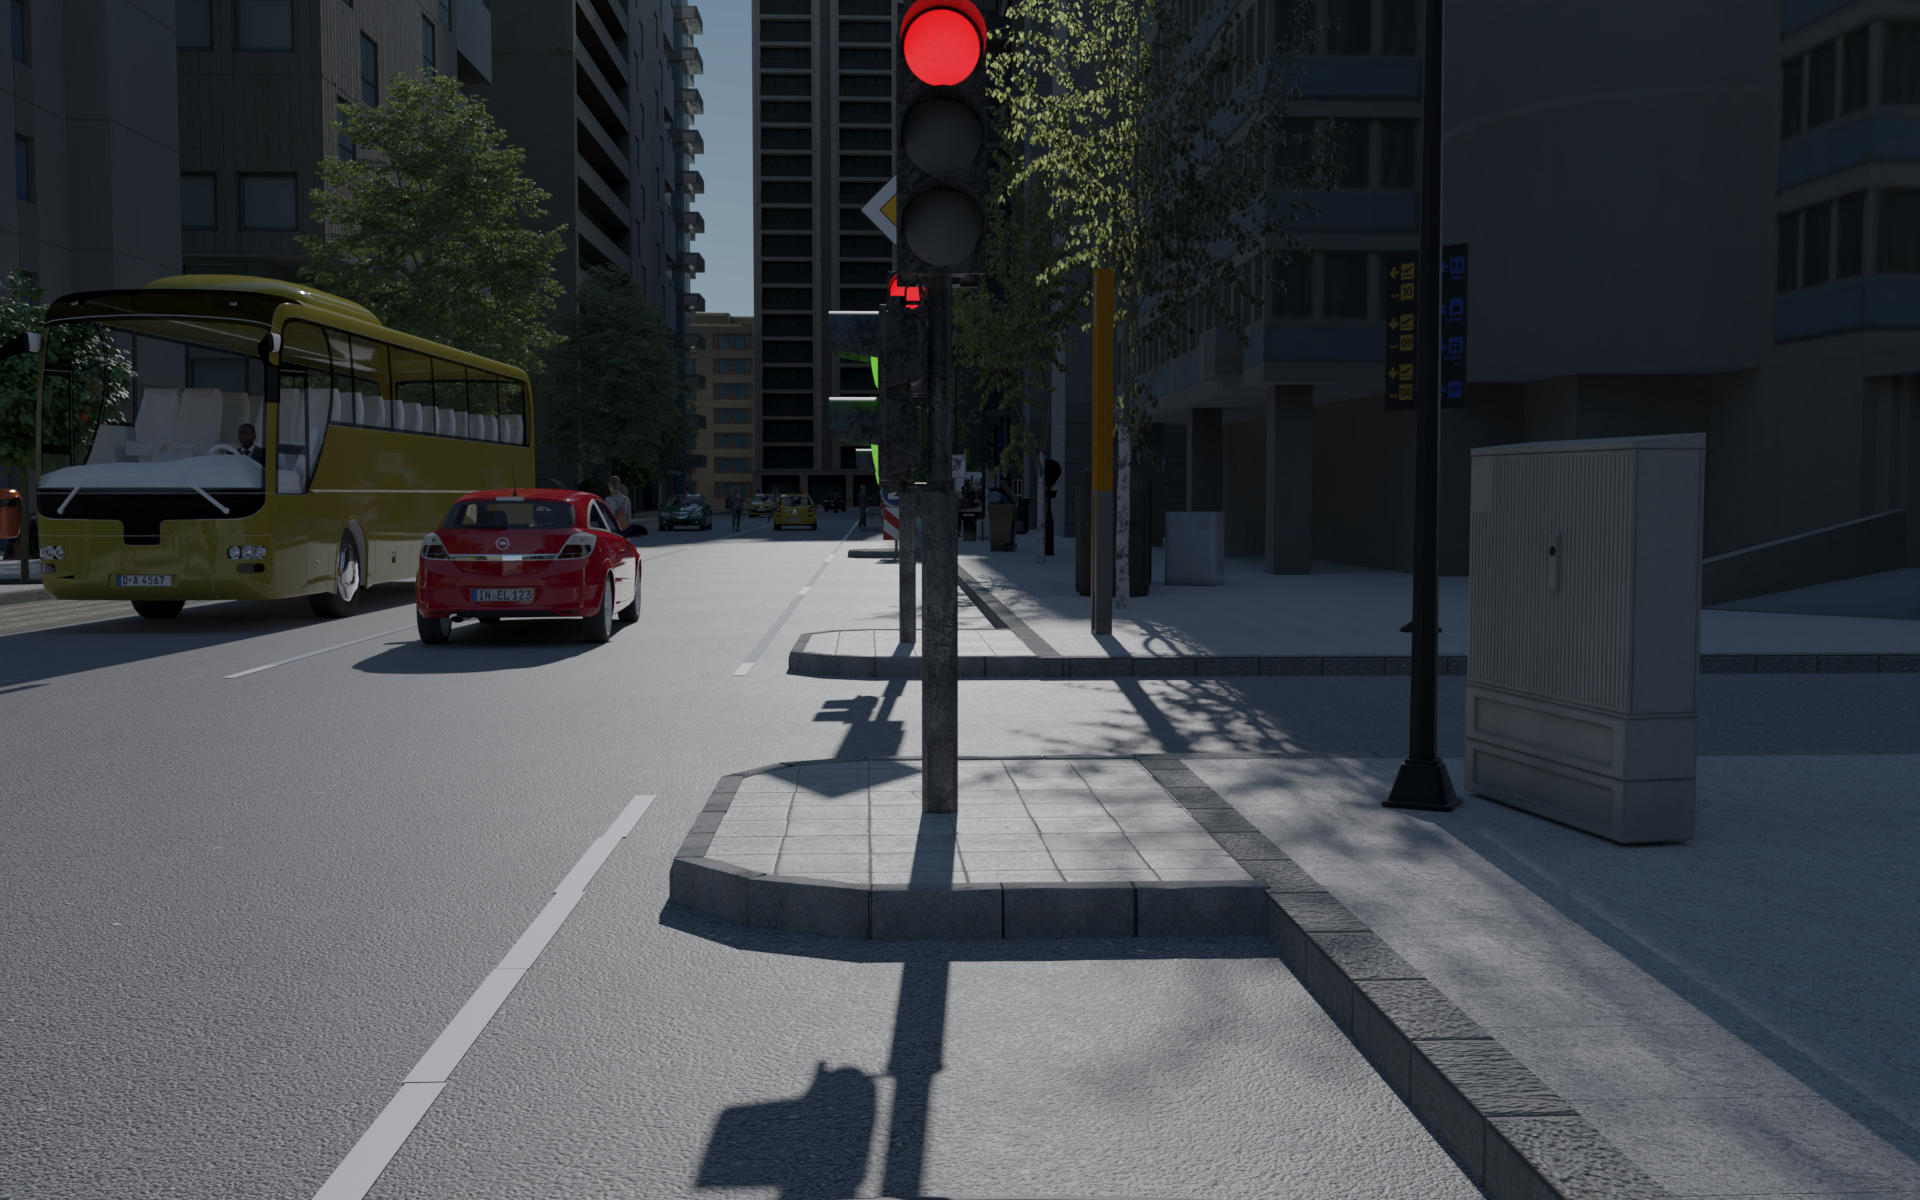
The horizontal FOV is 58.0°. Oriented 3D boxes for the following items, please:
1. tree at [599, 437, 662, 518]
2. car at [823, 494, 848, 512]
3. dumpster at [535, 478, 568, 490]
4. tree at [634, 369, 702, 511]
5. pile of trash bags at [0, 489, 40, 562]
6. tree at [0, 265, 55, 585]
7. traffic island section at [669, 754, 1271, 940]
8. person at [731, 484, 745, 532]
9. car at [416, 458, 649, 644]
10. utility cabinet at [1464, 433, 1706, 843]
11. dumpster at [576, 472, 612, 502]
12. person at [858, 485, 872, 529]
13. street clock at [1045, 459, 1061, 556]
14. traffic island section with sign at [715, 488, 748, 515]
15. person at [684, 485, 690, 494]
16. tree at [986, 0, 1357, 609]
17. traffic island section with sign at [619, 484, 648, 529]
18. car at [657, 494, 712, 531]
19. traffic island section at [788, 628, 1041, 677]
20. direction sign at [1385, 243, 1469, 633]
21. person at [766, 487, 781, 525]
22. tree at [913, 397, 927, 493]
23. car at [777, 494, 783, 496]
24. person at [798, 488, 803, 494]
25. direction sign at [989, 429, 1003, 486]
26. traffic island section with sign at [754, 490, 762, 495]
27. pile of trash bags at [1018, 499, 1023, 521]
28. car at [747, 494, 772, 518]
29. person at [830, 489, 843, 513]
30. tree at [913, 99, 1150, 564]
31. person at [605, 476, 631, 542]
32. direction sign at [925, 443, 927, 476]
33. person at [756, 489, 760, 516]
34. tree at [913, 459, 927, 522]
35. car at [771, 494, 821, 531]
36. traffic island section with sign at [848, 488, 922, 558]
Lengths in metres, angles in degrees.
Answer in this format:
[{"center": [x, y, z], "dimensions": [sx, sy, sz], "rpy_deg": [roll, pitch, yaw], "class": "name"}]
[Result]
[{"center": [-17.779, -6.711, 93.436], "dimensions": [4.285, 4.588, 4.351], "rpy_deg": [0, 3, 0], "class": "tree"}, {"center": [-10.262, -8.119, 142.524], "dimensions": [2.009, 1.686, 4.222], "rpy_deg": [0, 4, -2], "class": "car"}, {"center": [-15.214, -3.551, 63.811], "dimensions": [1.264, 1.857, 1.865], "rpy_deg": [0, 4, -3], "class": "dumpster"}, {"center": [-17.129, -9.150, 99.960], "dimensions": [4.737, 8.622, 4.395], "rpy_deg": [0, 3, 0], "class": "tree"}, {"center": [-17.952, -1.491, 34.135], "dimensions": [1.912, 1.369, 3.447], "rpy_deg": [0, 4, 1], "class": "pile of trash bags"}, {"center": [-13.562, -2.522, 24.952], "dimensions": [4.285, 4.588, 4.351], "rpy_deg": [0, 3, 0], "class": "tree"}, {"center": [-0.059, 0.934, 7.017], "dimensions": [2.009, 0.180, 2.903], "rpy_deg": [0, 4, -3], "class": "traffic island section"}, {"center": [-8.395, -3.484, 65.643], "dimensions": [0.537, 1.800, 0.526], "rpy_deg": [-1, 4, -18], "class": "person"}, {"center": [-4.384, -0.552, 18.067], "dimensions": [2.155, 1.783, 4.494], "rpy_deg": [0, 4, -5], "class": "car"}, {"center": [2.407, 0.114, 6.811], "dimensions": [0.318, 1.500, 1.173], "rpy_deg": [-1, 4, -12], "class": "utility cabinet"}, {"center": [-15.877, -4.466, 75.507], "dimensions": [1.502, 2.255, 1.985], "rpy_deg": [0, 4, -3], "class": "dumpster"}, {"center": [-3.939, -3.865, 71.873], "dimensions": [0.590, 1.801, 0.661], "rpy_deg": [-1, 4, -10], "class": "person"}, {"center": [1.863, -1.927, 36.079], "dimensions": [0.471, 2.002, 0.358], "rpy_deg": [0, 4, -4], "class": "street clock"}, {"center": [-15.373, -6.578, 116.174], "dimensions": [1.989, 1.847, 2.006], "rpy_deg": [0, 4, -3], "class": "traffic island section with sign"}, {"center": [-12.248, -4.205, 77.256], "dimensions": [0.388, 1.821, 0.555], "rpy_deg": [-3, 4, -36], "class": "person"}, {"center": [2.054, -4.207, 19.153], "dimensions": [4.360, 8.622, 3.978], "rpy_deg": [0, 3, 0], "class": "tree"}, {"center": [-13.059, -3.542, 66.540], "dimensions": [1.989, 1.847, 2.006], "rpy_deg": [0, 4, -3], "class": "traffic island section with sign"}, {"center": [-10.902, -3.494, 68.922], "dimensions": [2.131, 1.459, 4.920], "rpy_deg": [0, 4, -3], "class": "car"}, {"center": [-0.431, 0.446, 14.994], "dimensions": [2.009, 0.180, 2.903], "rpy_deg": [0, 4, -3], "class": "traffic island section"}, {"center": [4.296, -1.470, 16.033], "dimensions": [0.379, 3.537, 0.876], "rpy_deg": [-3, 4, -39], "class": "direction sign"}, {"center": [-8.517, -4.280, 79.068], "dimensions": [0.643, 1.750, 0.593], "rpy_deg": [1, 4, 21], "class": "person"}, {"center": [-2.389, -9.376, 103.667], "dimensions": [4.360, 8.622, 3.978], "rpy_deg": [0, 3, 0], "class": "tree"}, {"center": [-12.424, -6.659, 119.105], "dimensions": [2.015, 1.641, 3.980], "rpy_deg": [0, 4, -3], "class": "car"}, {"center": [-10.297, -6.301, 111.527], "dimensions": [1.348, 1.822, 0.705], "rpy_deg": [2, 4, 24], "class": "person"}, {"center": [1.244, -4.189, 60.487], "dimensions": [0.379, 3.537, 0.876], "rpy_deg": [-2, 4, -30], "class": "direction sign"}, {"center": [-16.620, -8.225, 143.100], "dimensions": [1.989, 1.847, 2.006], "rpy_deg": [0, 4, -3], "class": "traffic island section with sign"}, {"center": [3.228, -4.469, 82.826], "dimensions": [1.912, 1.369, 3.447], "rpy_deg": [-2, 4, -28], "class": "pile of trash bags"}, {"center": [-12.106, -5.916, 106.948], "dimensions": [2.015, 1.641, 3.980], "rpy_deg": [0, 4, -2], "class": "car"}, {"center": [-9.417, -7.532, 131.662], "dimensions": [1.348, 1.823, 0.705], "rpy_deg": [3, 5, 41], "class": "person"}, {"center": [1.259, -4.978, 31.750], "dimensions": [4.737, 8.622, 4.395], "rpy_deg": [0, 3, 0], "class": "tree"}, {"center": [-5.178, -1.013, 26.064], "dimensions": [0.512, 1.701, 0.522], "rpy_deg": [-3, 5, -40], "class": "person"}, {"center": [-1.244, -5.151, 76.218], "dimensions": [0.379, 3.537, 0.876], "rpy_deg": [-3, 4, -38], "class": "direction sign"}, {"center": [-13.023, -6.223, 111.042], "dimensions": [0.721, 1.735, 1.217], "rpy_deg": [2, 4, 29], "class": "person"}, {"center": [-1.448, -5.283, 80.974], "dimensions": [1.663, 3.219, 1.824], "rpy_deg": [0, 3, 0], "class": "tree"}, {"center": [-6.583, -3.625, 69.488], "dimensions": [2.015, 1.641, 3.980], "rpy_deg": [0, 4, -4], "class": "car"}, {"center": [-1.566, -1.892, 39.566], "dimensions": [1.989, 1.847, 2.006], "rpy_deg": [0, 4, -3], "class": "traffic island section with sign"}]
